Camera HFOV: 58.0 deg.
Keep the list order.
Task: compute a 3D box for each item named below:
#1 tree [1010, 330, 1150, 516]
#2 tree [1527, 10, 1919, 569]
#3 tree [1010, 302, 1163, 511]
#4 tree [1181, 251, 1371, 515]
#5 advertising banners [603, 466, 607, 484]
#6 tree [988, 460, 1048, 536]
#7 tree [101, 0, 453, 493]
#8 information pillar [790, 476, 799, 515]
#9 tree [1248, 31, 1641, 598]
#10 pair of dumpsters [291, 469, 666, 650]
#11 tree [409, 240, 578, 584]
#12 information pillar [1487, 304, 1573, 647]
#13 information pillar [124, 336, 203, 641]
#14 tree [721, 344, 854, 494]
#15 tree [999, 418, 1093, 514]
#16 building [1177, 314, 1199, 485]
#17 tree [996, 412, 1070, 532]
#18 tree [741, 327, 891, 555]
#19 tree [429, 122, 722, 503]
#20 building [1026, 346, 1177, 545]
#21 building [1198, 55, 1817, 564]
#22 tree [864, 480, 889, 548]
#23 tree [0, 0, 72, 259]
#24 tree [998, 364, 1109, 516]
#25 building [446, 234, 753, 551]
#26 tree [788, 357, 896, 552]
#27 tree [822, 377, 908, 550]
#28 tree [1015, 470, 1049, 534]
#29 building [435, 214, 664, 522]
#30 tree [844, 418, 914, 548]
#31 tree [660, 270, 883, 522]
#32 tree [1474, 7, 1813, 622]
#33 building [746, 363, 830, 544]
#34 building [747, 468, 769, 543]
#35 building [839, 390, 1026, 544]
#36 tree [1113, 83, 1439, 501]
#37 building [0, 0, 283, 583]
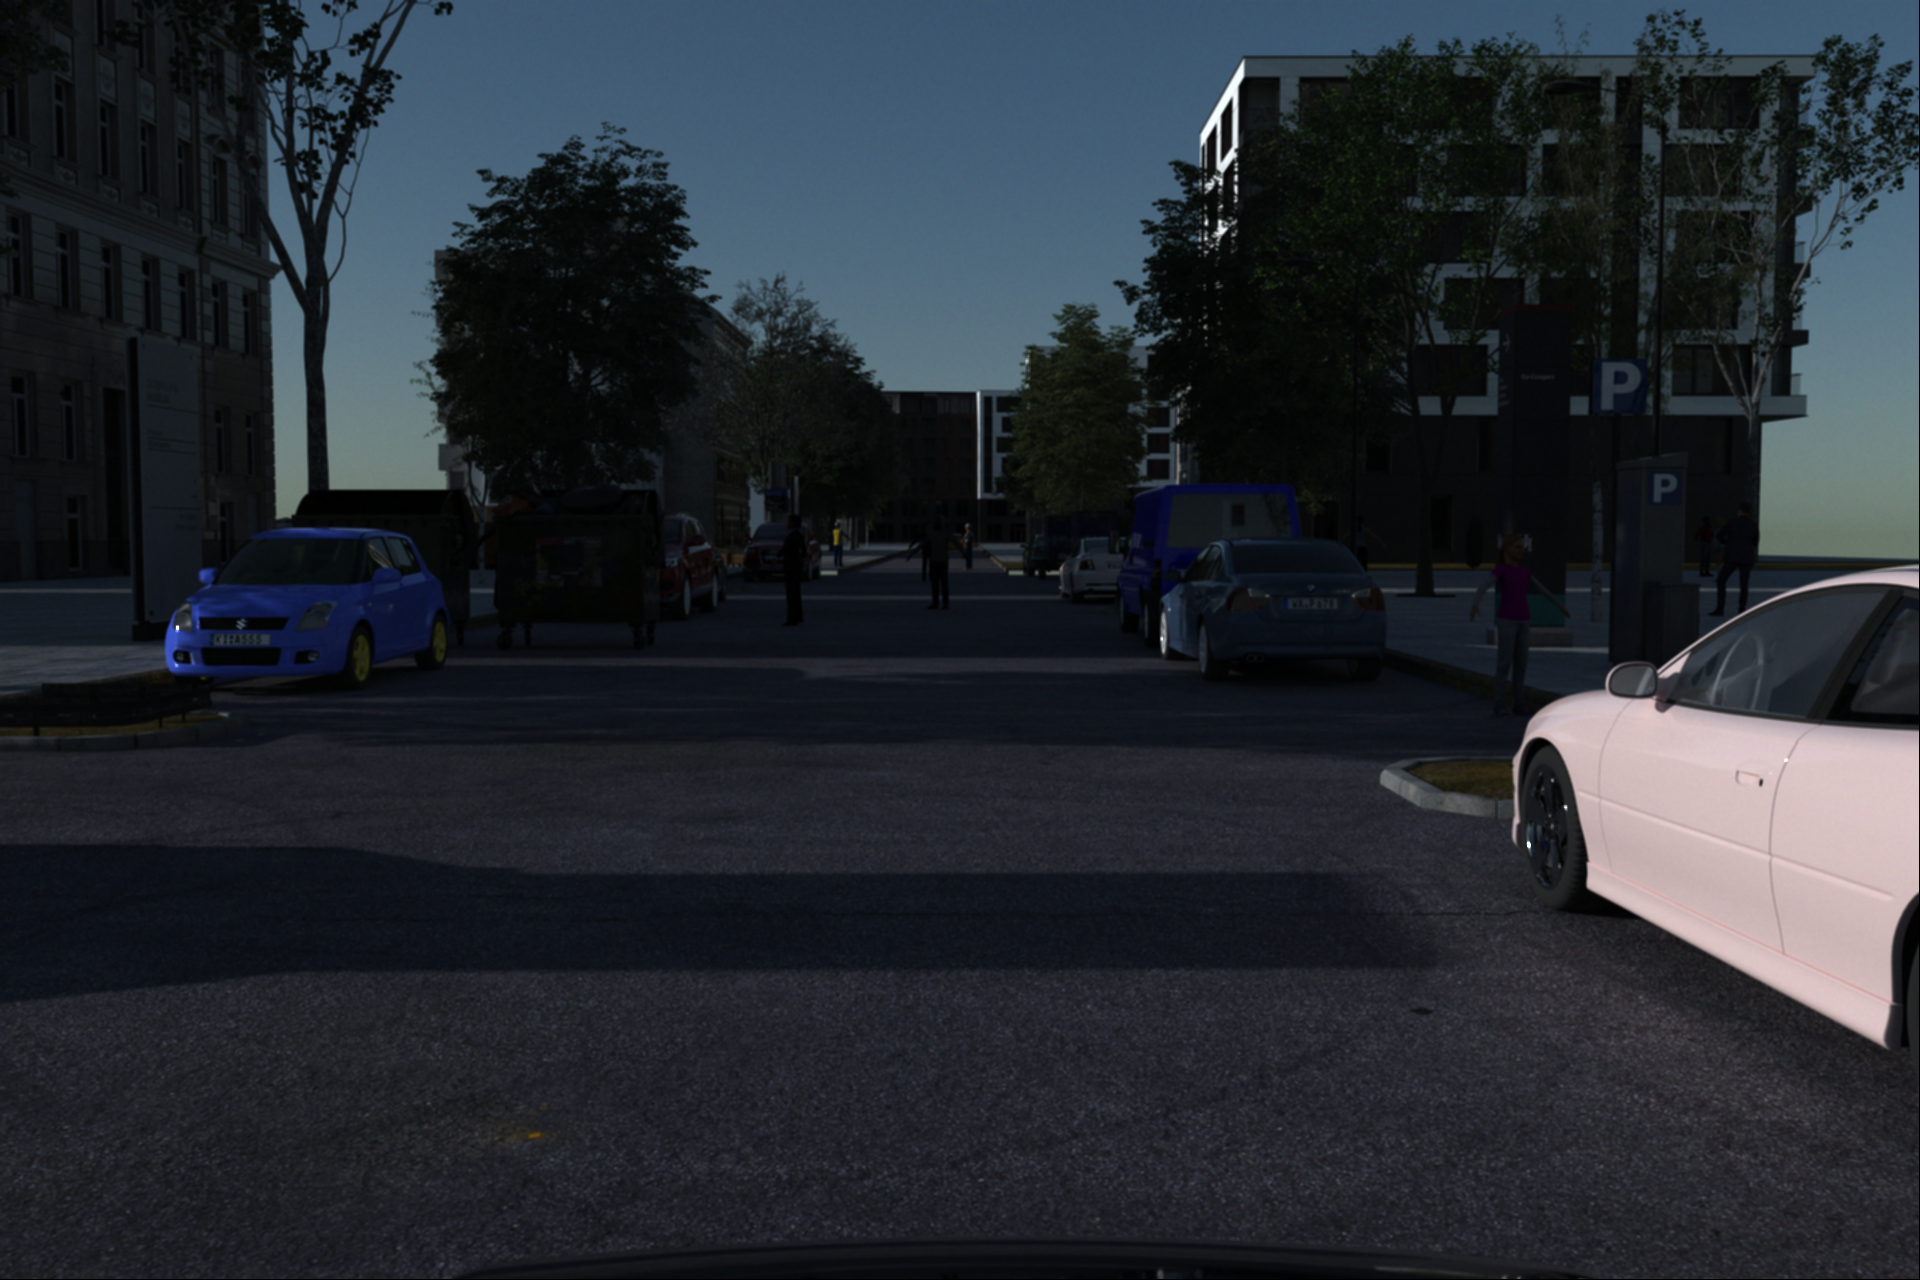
[{"bbox_3d":[6.599,-10.853,95.566,7.486,12.596,7.792,0,3,0],"label":"tree"},{"bbox_3d":[27.823,-12.709,63.681,12.611,20.169,13.585,0,3,0],"label":"tree"},{"bbox_3d":[6.139,-10.243,85.597,7.486,12.596,7.792,0,3,0],"label":"tree"},{"bbox_3d":[12.334,-9.187,68.331,7.486,12.596,7.792,0,3,0],"label":"tree"},{"bbox_3d":[-9.103,-2.912,43.807,0.090,3.025,2.074,0,4,-1],"label":"advertising banners"},{"bbox_3d":[6.744,-13.572,156.306,8.767,10.594,7.601,-1,4,-10],"label":"tree"},{"bbox_3d":[-13.377,-10.731,31.342,12.611,20.169,13.585,0,3,0],"label":"tree"},{"bbox_3d":[-6.708,-4.827,70.241,0.184,3.620,1.656,0,4,0],"label":"information pillar"},{"bbox_3d":[9.626,-6.692,35.168,9.928,11.665,9.643,0,3,0],"label":"tree"},{"bbox_3d":[-6.012,-1.031,21.815,4.436,2.255,1.574,0,4,0],"label":"pair of dumpsters"},{"bbox_3d":[-12.386,-5.728,44.017,4.360,8.622,3.978,0,3,0],"label":"tree"},{"bbox_3d":[6.561,-1.865,19.867,0.750,3.857,0.750,0,4,1],"label":"information pillar"},{"bbox_3d":[-9.808,-1.840,21.394,0.184,3.620,1.656,0,4,-1],"label":"information pillar"},{"bbox_3d":[-9.212,-10.316,94.420,9.928,11.665,9.643,0,3,0],"label":"tree"},{"bbox_3d":[6.097,-11.254,118.419,7.601,10.594,8.767,-2,4,-26],"label":"tree"},{"bbox_3d":[25.854,-15.765,124.213,16.747,18.905,31.486,0,4,0],"label":"building"},{"bbox_3d":[6.836,-13.938,146.012,7.486,12.596,7.792,0,3,0],"label":"tree"},{"bbox_3d":[-8.863,-12.162,105.510,9.857,13.997,8.962,0,3,0],"label":"tree"},{"bbox_3d":[-12.442,-9.058,54.749,9.857,13.997,8.962,0,3,0],"label":"tree"},{"bbox_3d":[21.638,-22.076,204.912,27.936,21.610,32.646,0,4,0],"label":"building"},{"bbox_3d":[26.130,-15.088,90.664,27.936,21.610,32.646,0,4,0],"label":"building"},{"bbox_3d":[-8.503,-13.021,163.253,4.737,8.622,4.395,0,3,0],"label":"tree"},{"bbox_3d":[-12.159,-6.567,14.033,9.857,13.997,8.962,0,3,0],"label":"tree"},{"bbox_3d":[6.081,-10.970,105.108,9.928,11.665,9.643,0,3,0],"label":"tree"},{"bbox_3d":[-26.074,-18.161,127.866,19.493,23.208,18.063,0,3,0],"label":"building"},{"bbox_3d":[-9.292,-13.360,125.084,9.857,13.997,8.962,0,3,0],"label":"tree"},{"bbox_3d":[-8.818,-14.323,140.839,9.857,13.997,8.962,0,3,0],"label":"tree"},{"bbox_3d":[6.854,-11.517,138.661,4.360,8.622,3.978,0,3,0],"label":"tree"},{"bbox_3d":[-25.018,-15.113,103.524,16.016,20.090,11.380,0,4,1],"label":"building"},{"bbox_3d":[-9.205,-14.968,155.090,12.009,13.543,11.850,0,3,0],"label":"tree"},{"bbox_3d":[-8.968,-10.453,81.282,12.009,13.543,11.850,0,3,0],"label":"tree"},{"bbox_3d":[9.134,-4.576,25.174,4.360,8.622,3.978,0,3,0],"label":"tree"},{"bbox_3d":[-26.846,-24.199,226.579,19.493,23.208,18.063,0,4,1],"label":"building"},{"bbox_3d":[-26.068,-15.965,203.175,9.099,9.664,28.070,0,4,-1],"label":"building"},{"bbox_3d":[-1.074,-25.140,257.473,32.646,21.610,27.936,0,4,-7],"label":"building"},{"bbox_3d":[9.379,-8.830,51.026,9.857,13.997,8.962,0,3,0],"label":"tree"},{"bbox_3d":[-30.982,-15.554,51.575,12.463,27.353,25.104,0,3,0],"label":"building"}]
